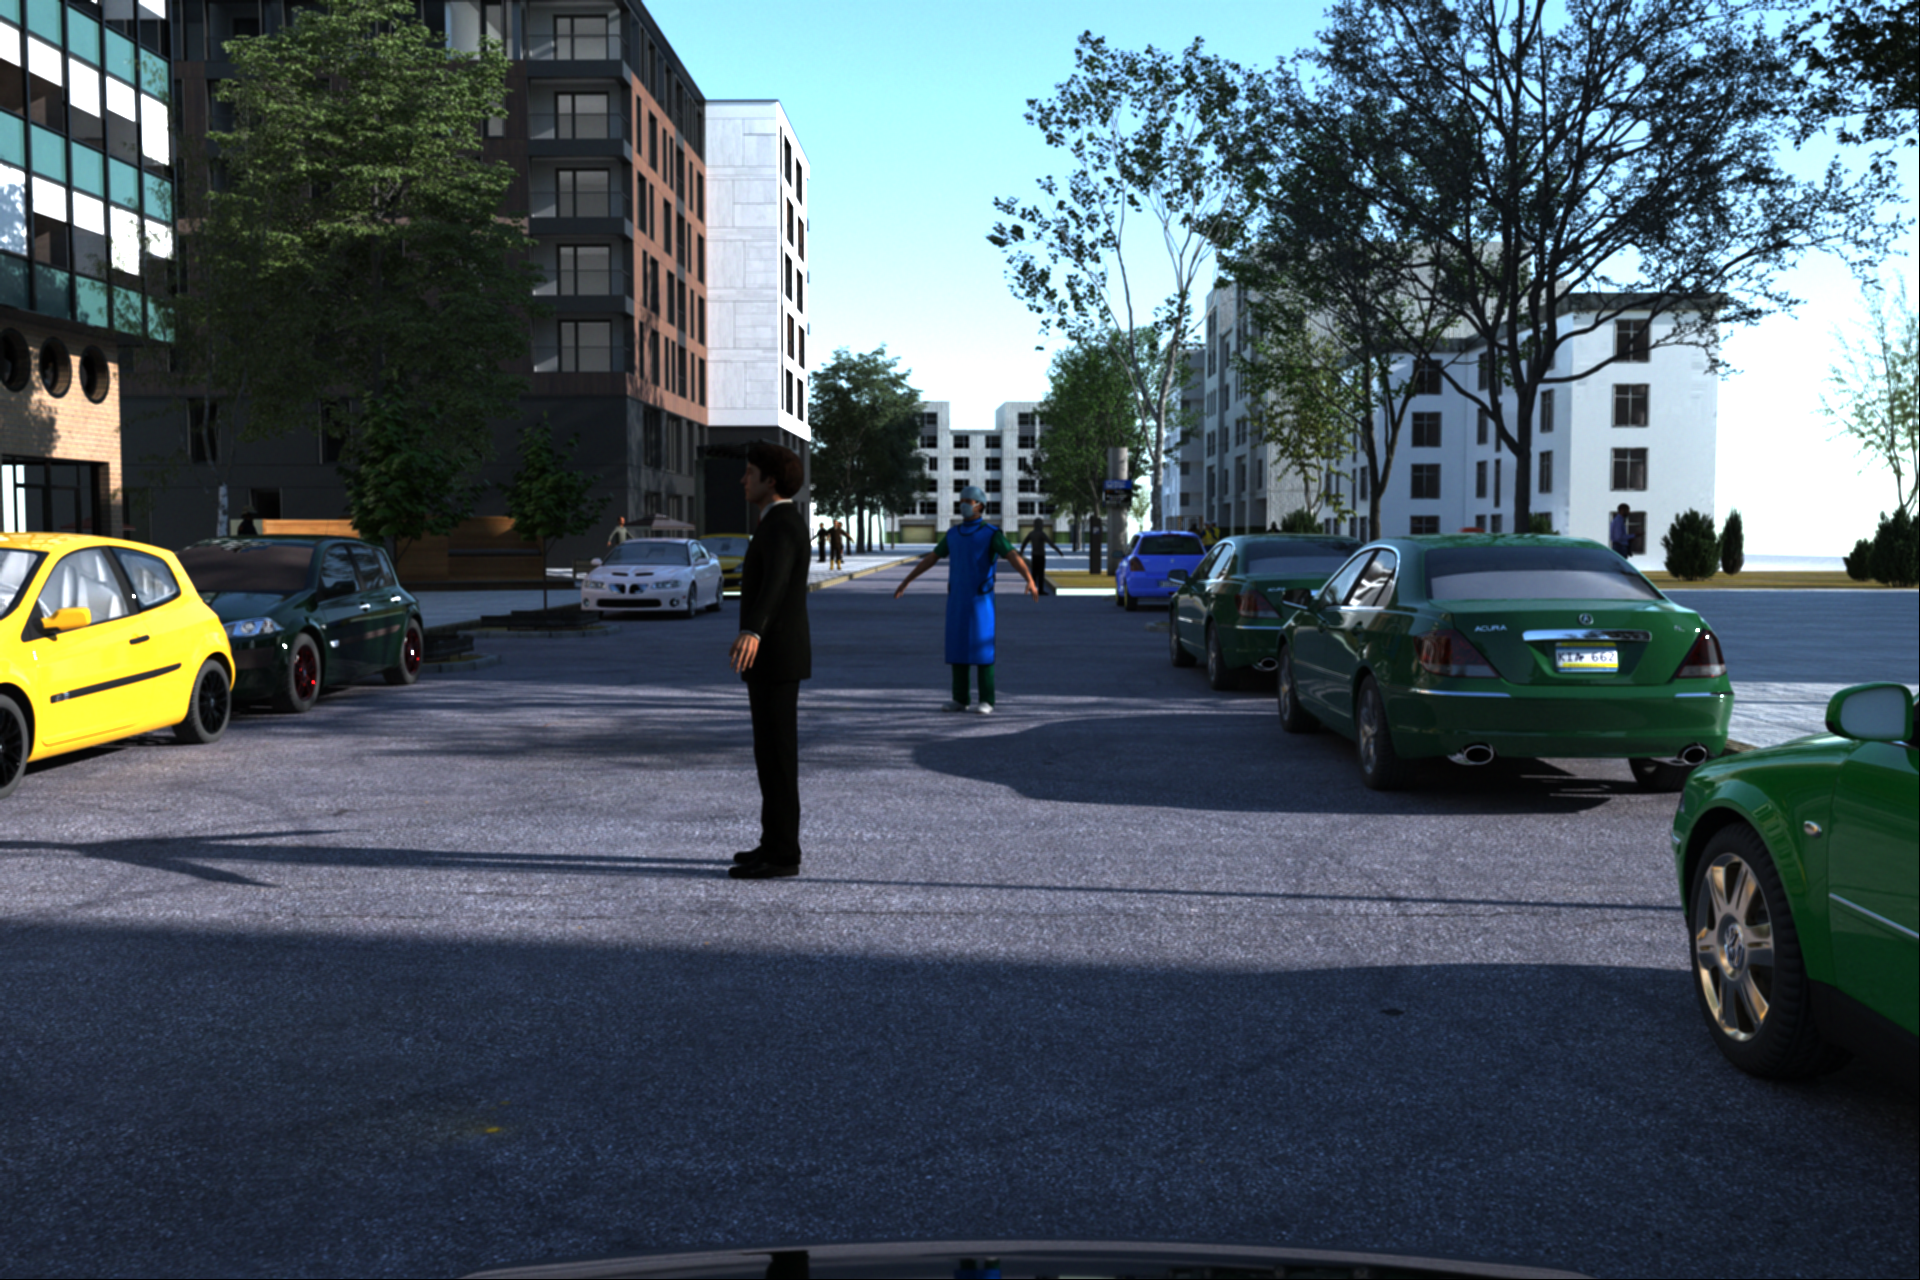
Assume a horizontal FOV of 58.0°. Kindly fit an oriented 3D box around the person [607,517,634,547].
[{"bbox_3d":[-10.228,-2.819,52.368,0.705,1.796,1.348,2,4,33],"label":"person"}]

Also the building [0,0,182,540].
[{"bbox_3d":[-30.769,-13.246,23.152,21.656,26.213,47.522,0,4,1],"label":"building"}]

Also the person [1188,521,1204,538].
[{"bbox_3d":[10.293,-4.305,76.148,1.354,1.858,0.705,-1,4,-9],"label":"person"}]

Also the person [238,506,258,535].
[{"bbox_3d":[-14.105,-1.749,34.465,0.704,1.845,1.351,0,4,-5],"label":"person"}]

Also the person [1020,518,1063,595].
[{"bbox_3d":[1.862,-1.967,40.741,0.705,1.813,1.348,-3,5,-44],"label":"person"}]

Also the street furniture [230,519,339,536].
[{"bbox_3d":[-18.599,-2.938,54.895,11.010,1.723,9.812,3,5,39],"label":"street furniture"}]

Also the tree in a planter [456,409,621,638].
[{"bbox_3d":[-5.955,-1.685,24.772,1.991,3.239,1.994,0,4,1],"label":"tree in a planter"}]

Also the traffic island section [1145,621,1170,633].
[{"bbox_3d":[3.788,-0.186,25.912,1.991,0.108,1.994,0,4,1],"label":"traffic island section"}]

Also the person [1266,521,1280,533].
[{"bbox_3d":[14.301,-4.474,78.937,1.354,1.856,0.705,1,4,22],"label":"person"}]

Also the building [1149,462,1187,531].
[{"bbox_3d":[27.892,-15.914,202.344,9.099,9.664,28.070,0,4,1],"label":"building"}]

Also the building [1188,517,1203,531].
[{"bbox_3d":[29.512,-20.092,184.930,16.016,20.090,11.380,0,4,1],"label":"building"}]

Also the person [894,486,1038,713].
[{"bbox_3d":[0.078,-0.327,13.934,1.347,1.817,0.704,2,4,33],"label":"person"}]

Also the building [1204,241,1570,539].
[{"bbox_3d":[26.230,-15.104,113.409,16.747,18.905,31.486,0,4,1],"label":"building"}]

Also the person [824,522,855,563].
[{"bbox_3d":[-5.300,-4.270,75.966,1.345,1.843,0.704,-1,4,-16],"label":"person"}]

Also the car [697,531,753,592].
[{"bbox_3d":[-5.342,-1.786,39.424,2.015,1.641,3.980,0,4,1],"label":"car"}]

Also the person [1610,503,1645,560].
[{"bbox_3d":[12.193,-1.575,31.660,0.599,1.838,0.709,1,4,17],"label":"person"}]

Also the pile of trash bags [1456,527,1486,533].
[{"bbox_3d":[6.547,-0.693,21.081,1.912,1.369,3.447,0,4,2],"label":"pile of trash bags"}]

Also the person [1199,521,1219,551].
[{"bbox_3d":[9.301,-3.558,64.630,1.216,1.772,0.721,-3,5,-42],"label":"person"}]

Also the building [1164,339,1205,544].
[{"bbox_3d":[25.097,-19.089,168.530,16.016,20.090,11.380,0,4,1],"label":"building"}]

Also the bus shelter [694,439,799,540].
[{"bbox_3d":[-5.575,-3.347,46.000,1.731,3.624,6.357,0,4,3],"label":"bus shelter"}]

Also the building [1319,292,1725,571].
[{"bbox_3d":[22.381,-8.086,74.352,9.099,9.664,28.070,0,4,2],"label":"building"}]

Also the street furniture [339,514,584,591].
[{"bbox_3d":[-13.745,-2.179,42.489,11.010,1.723,9.812,-2,4,-25],"label":"street furniture"}]

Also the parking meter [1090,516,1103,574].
[{"bbox_3d":[4.340,-3.029,55.235,0.399,1.863,0.255,0,4,0],"label":"parking meter"}]

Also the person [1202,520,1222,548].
[{"bbox_3d":[10.036,-3.831,68.606,0.705,1.833,1.349,3,5,41],"label":"person"}]

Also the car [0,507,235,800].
[{"bbox_3d":[-5.972,-0.016,10.488,2.015,1.641,3.980,0,4,1],"label":"car"}]

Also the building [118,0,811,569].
[{"bbox_3d":[-22.508,-14.432,79.931,27.936,21.610,32.646,0,4,1],"label":"building"}]

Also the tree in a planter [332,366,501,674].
[{"bbox_3d":[-6.082,-1.308,18.609,1.991,3.239,1.994,0,4,2],"label":"tree in a planter"}]

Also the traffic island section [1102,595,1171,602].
[{"bbox_3d":[4.101,-0.903,37.638,1.991,0.108,1.994,0,4,1],"label":"traffic island section"}]

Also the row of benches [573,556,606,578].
[{"bbox_3d":[-9.209,-2.032,48.679,4.104,0.672,1.422,2,4,34],"label":"row of benches"}]

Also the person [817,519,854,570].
[{"bbox_3d":[-4.466,-3.422,62.093,1.346,1.812,0.704,0,4,-7],"label":"person"}]

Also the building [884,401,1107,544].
[{"bbox_3d":[5.461,-22.509,236.929,31.486,18.905,16.747,0,4,-4],"label":"building"}]

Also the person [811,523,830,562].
[{"bbox_3d":[-6.288,-4.423,78.542,0.704,1.802,1.346,-3,5,-42],"label":"person"}]

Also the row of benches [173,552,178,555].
[{"bbox_3d":[-26.649,-2.724,59.994,1.422,0.672,4.104,-3,4,-37],"label":"row of benches"}]

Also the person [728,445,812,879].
[{"bbox_3d":[-0.816,0.079,7.347,0.705,1.806,1.347,0,4,-4],"label":"person"}]

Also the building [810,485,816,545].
[{"bbox_3d":[-21.397,-16.024,204.132,9.099,9.664,28.070,0,4,1],"label":"building"}]
